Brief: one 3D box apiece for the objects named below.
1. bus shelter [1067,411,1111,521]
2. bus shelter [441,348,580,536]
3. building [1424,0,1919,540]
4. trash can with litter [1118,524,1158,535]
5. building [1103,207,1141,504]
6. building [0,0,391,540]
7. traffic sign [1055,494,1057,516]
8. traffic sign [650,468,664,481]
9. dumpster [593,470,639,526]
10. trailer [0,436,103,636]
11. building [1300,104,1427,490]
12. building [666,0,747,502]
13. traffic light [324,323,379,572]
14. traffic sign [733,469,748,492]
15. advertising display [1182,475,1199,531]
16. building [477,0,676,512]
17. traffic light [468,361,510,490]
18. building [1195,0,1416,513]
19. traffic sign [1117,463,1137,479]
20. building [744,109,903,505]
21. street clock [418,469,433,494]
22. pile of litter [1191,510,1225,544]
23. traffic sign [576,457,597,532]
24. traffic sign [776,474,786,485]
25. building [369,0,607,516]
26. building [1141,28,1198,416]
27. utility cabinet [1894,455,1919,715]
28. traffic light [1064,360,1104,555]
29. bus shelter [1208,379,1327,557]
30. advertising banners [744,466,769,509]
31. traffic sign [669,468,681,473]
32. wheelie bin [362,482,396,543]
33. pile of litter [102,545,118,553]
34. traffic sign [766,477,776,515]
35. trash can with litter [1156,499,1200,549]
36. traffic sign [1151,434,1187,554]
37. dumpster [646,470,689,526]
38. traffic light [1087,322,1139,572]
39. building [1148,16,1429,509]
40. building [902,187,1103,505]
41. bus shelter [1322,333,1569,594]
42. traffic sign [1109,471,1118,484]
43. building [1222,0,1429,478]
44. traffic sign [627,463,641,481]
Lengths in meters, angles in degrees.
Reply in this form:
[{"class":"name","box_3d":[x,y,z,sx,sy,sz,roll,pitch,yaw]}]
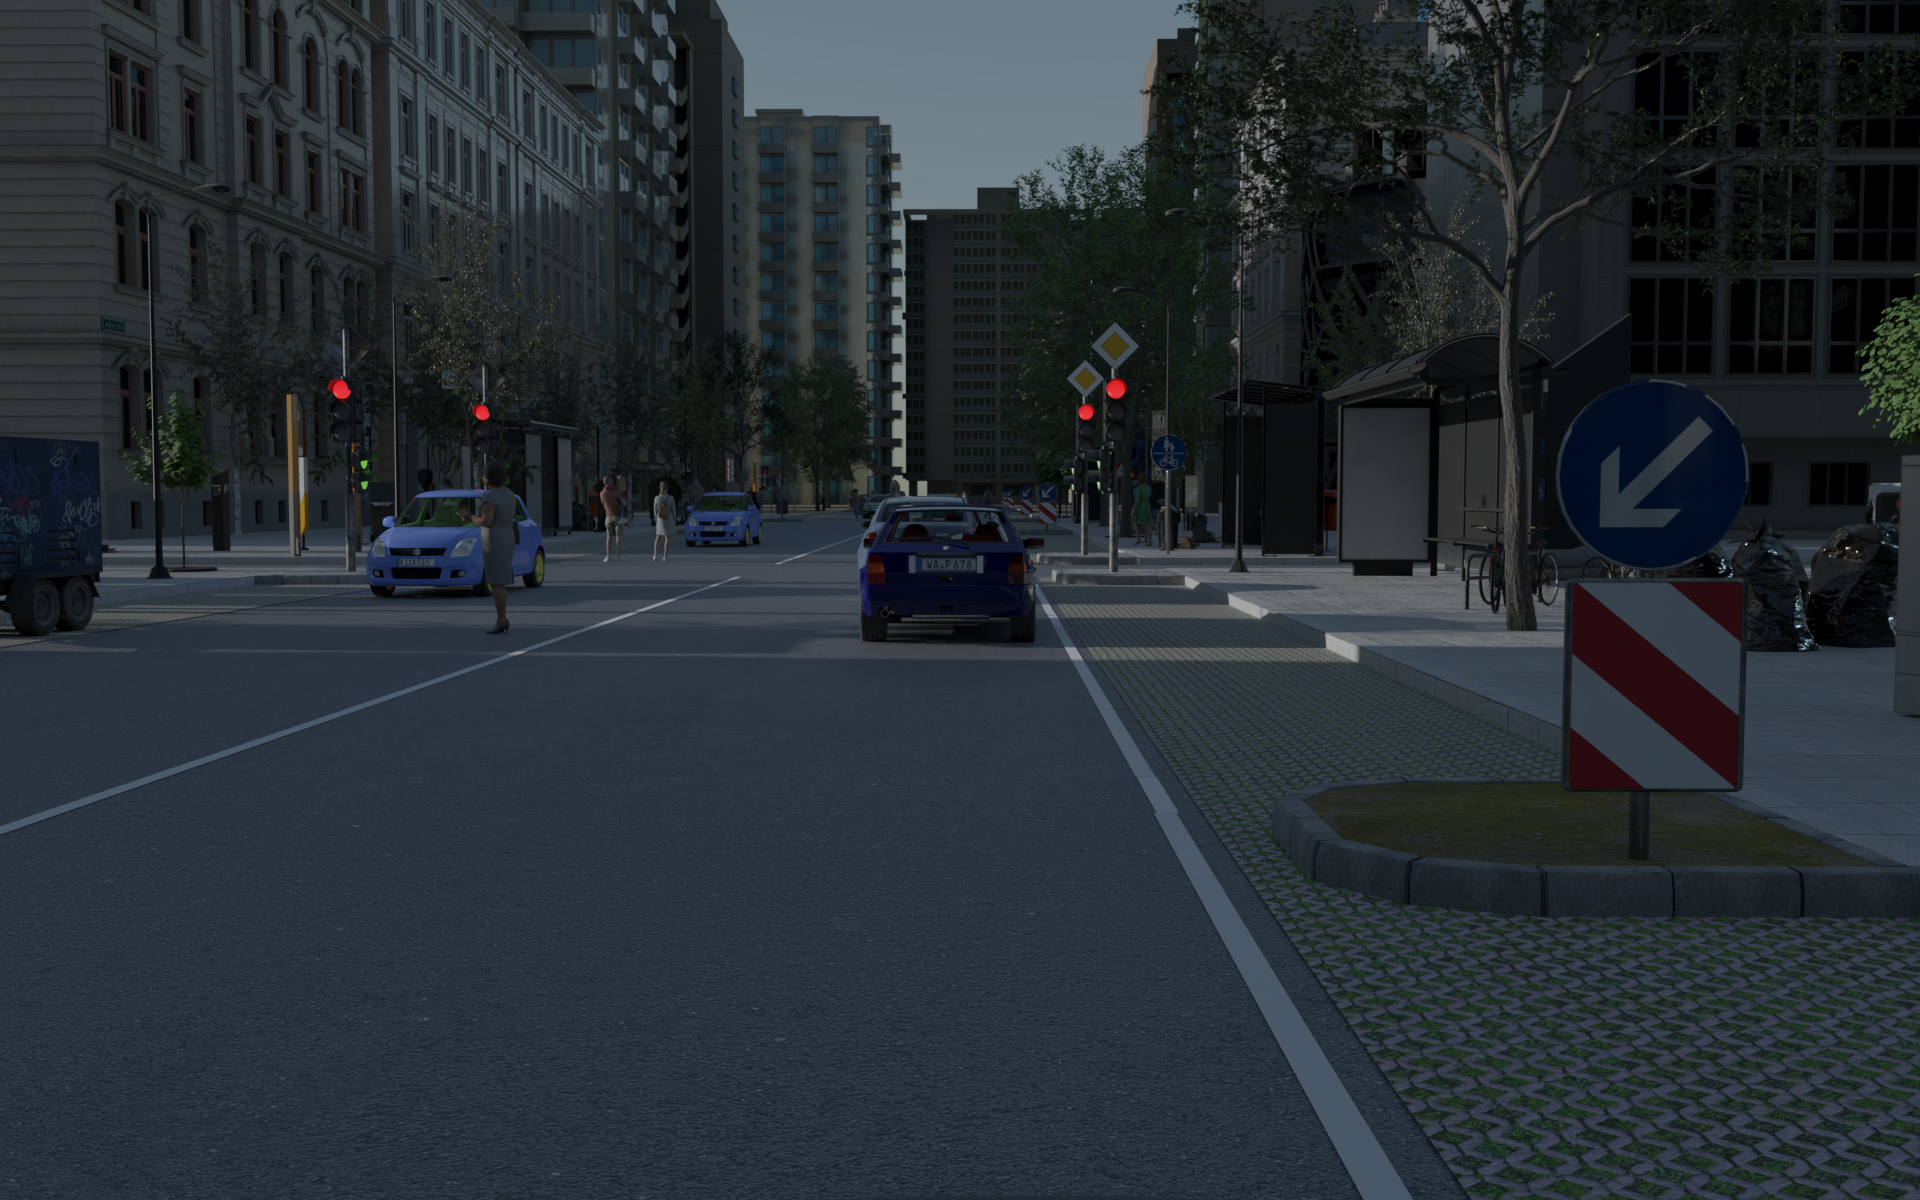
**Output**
[{"class":"bus shelter","box_3d":[6.186,-6.343,81.342,2.179,5.291,8.768,0,4,1]},{"class":"bus shelter","box_3d":[-13.111,-4.440,50.233,2.179,5.291,8.768,0,4,1]},{"class":"building","box_3d":[31.066,-14.318,53.169,30.058,24.678,14.314,0,4,1]},{"class":"trash can with litter","box_3d":[5.837,-2.696,55.130,1.678,1.210,2.233,1,4,12]},{"class":"building","box_3d":[29.014,-32.364,221.033,23.993,40.220,32.217,0,4,1]},{"class":"building","box_3d":[-29.756,-16.578,58.435,14.401,28.519,23.554,0,4,1]},{"class":"traffic sign","box_3d":[5.691,-6.277,102.737,0.768,2.556,0.104,0,4,2]},{"class":"traffic sign","box_3d":[-15.018,-5.252,85.983,0.768,2.556,0.104,0,4,7]},{"class":"dumpster","box_3d":[-13.918,-4.131,70.031,1.502,2.255,1.985,0,4,1]},{"class":"trailer","box_3d":[-9.906,-0.607,16.974,1.471,1.999,3.904,0,4,2]},{"class":"building","box_3d":[24.508,-13.135,82.213,16.820,18.784,16.811,0,4,1]},{"class":"building","box_3d":[-32.413,-33.126,165.312,21.600,48.544,21.300,0,4,1]},{"class":"traffic light","box_3d":[-10.049,-2.422,28.521,0.839,4.253,0.868,0,4,1]},{"class":"traffic sign","box_3d":[-11.096,-5.354,87.646,0.768,2.556,0.104,0,4,2]},{"class":"advertising display","box_3d":[8.041,-3.378,60.442,0.123,1.923,0.974,3,4,36]},{"class":"building","box_3d":[-33.247,-31.033,127.002,23.786,49.044,30.456,0,4,1]},{"class":"traffic light","box_3d":[-9.953,-2.910,36.505,0.839,4.253,0.868,0,4,1]},{"class":"building","box_3d":[23.528,-26.826,122.192,14.154,41.232,14.086,0,4,1]},{"class":"traffic sign","box_3d":[5.622,-3.637,59.473,0.884,2.594,0.081,1,4,9]},{"class":"building","box_3d":[-22.448,-36.607,218.127,30.456,49.044,23.786,0,4,1]},{"class":"street clock","box_3d":[-15.191,-2.733,49.248,0.471,2.002,0.358,3,5,43]},{"class":"pile of litter","box_3d":[6.560,-1.946,45.782,1.176,0.858,1.719,1,4,11]},{"class":"traffic sign","box_3d":[-12.685,-3.601,58.980,0.768,2.556,0.104,0,4,1]},{"class":"traffic sign","box_3d":[-11.600,-6.826,111.331,0.795,2.593,0.064,0,4,6]},{"class":"building","box_3d":[-29.125,-19.229,100.300,13.634,28.700,20.117,0,4,1]},{"class":"building","box_3d":[25.209,-31.697,168.354,14.600,45.320,14.200,0,4,1]},{"class":"utility cabinet","box_3d":[5.778,-0.051,9.512,0.318,1.500,1.173,-1,4,-23]},{"class":"traffic light","box_3d":[2.607,-2.902,36.371,0.839,4.253,0.868,0,4,1]},{"class":"bus shelter","box_3d":[6.759,-2.892,38.565,1.731,3.624,6.357,0,4,1]},{"class":"advertising banners","box_3d":[-12.997,-6.941,109.674,2.074,3.025,0.090,2,4,23]},{"class":"traffic sign","box_3d":[-13.947,-5.151,84.318,0.768,2.556,0.104,0,4,6]},{"class":"wheelie bin","box_3d":[-15.284,-2.315,45.762,0.980,1.594,0.693,-1,4,-15]},{"class":"pile of litter","box_3d":[-19.335,-1.468,37.962,1.719,0.858,1.176,1,4,23]},{"class":"traffic sign","box_3d":[-11.473,-6.312,105.337,0.606,2.300,0.079,0,4,3]},{"class":"trash can with litter","box_3d":[5.124,-1.788,40.622,1.055,1.170,0.624,2,4,31]},{"class":"traffic sign","box_3d":[4.457,-2.258,37.026,0.768,2.556,0.104,0,4,4]},{"class":"dumpster","box_3d":[-11.850,-4.141,70.199,1.502,2.255,1.985,0,4,1]},{"class":"traffic light","box_3d":[2.511,-2.414,28.387,0.839,4.253,0.868,0,4,1]},{"class":"building","box_3d":[28.228,-50.876,144.501,22.319,86.520,31.000,0,4,1]},{"class":"building","box_3d":[4.823,-32.431,222.134,23.993,40.220,32.217,0,4,1]},{"class":"bus shelter","box_3d":[6.667,-1.875,24.573,2.014,3.302,5.546,0,4,1]},{"class":"traffic sign","box_3d":[8.488,-5.947,97.335,0.768,2.556,0.104,0,4,2]},{"class":"building","box_3d":[23.433,-19.283,101.181,13.634,28.700,20.117,0,4,1]},{"class":"traffic sign","box_3d":[-13.636,-4.385,71.690,0.884,2.594,0.081,1,4,9]}]
